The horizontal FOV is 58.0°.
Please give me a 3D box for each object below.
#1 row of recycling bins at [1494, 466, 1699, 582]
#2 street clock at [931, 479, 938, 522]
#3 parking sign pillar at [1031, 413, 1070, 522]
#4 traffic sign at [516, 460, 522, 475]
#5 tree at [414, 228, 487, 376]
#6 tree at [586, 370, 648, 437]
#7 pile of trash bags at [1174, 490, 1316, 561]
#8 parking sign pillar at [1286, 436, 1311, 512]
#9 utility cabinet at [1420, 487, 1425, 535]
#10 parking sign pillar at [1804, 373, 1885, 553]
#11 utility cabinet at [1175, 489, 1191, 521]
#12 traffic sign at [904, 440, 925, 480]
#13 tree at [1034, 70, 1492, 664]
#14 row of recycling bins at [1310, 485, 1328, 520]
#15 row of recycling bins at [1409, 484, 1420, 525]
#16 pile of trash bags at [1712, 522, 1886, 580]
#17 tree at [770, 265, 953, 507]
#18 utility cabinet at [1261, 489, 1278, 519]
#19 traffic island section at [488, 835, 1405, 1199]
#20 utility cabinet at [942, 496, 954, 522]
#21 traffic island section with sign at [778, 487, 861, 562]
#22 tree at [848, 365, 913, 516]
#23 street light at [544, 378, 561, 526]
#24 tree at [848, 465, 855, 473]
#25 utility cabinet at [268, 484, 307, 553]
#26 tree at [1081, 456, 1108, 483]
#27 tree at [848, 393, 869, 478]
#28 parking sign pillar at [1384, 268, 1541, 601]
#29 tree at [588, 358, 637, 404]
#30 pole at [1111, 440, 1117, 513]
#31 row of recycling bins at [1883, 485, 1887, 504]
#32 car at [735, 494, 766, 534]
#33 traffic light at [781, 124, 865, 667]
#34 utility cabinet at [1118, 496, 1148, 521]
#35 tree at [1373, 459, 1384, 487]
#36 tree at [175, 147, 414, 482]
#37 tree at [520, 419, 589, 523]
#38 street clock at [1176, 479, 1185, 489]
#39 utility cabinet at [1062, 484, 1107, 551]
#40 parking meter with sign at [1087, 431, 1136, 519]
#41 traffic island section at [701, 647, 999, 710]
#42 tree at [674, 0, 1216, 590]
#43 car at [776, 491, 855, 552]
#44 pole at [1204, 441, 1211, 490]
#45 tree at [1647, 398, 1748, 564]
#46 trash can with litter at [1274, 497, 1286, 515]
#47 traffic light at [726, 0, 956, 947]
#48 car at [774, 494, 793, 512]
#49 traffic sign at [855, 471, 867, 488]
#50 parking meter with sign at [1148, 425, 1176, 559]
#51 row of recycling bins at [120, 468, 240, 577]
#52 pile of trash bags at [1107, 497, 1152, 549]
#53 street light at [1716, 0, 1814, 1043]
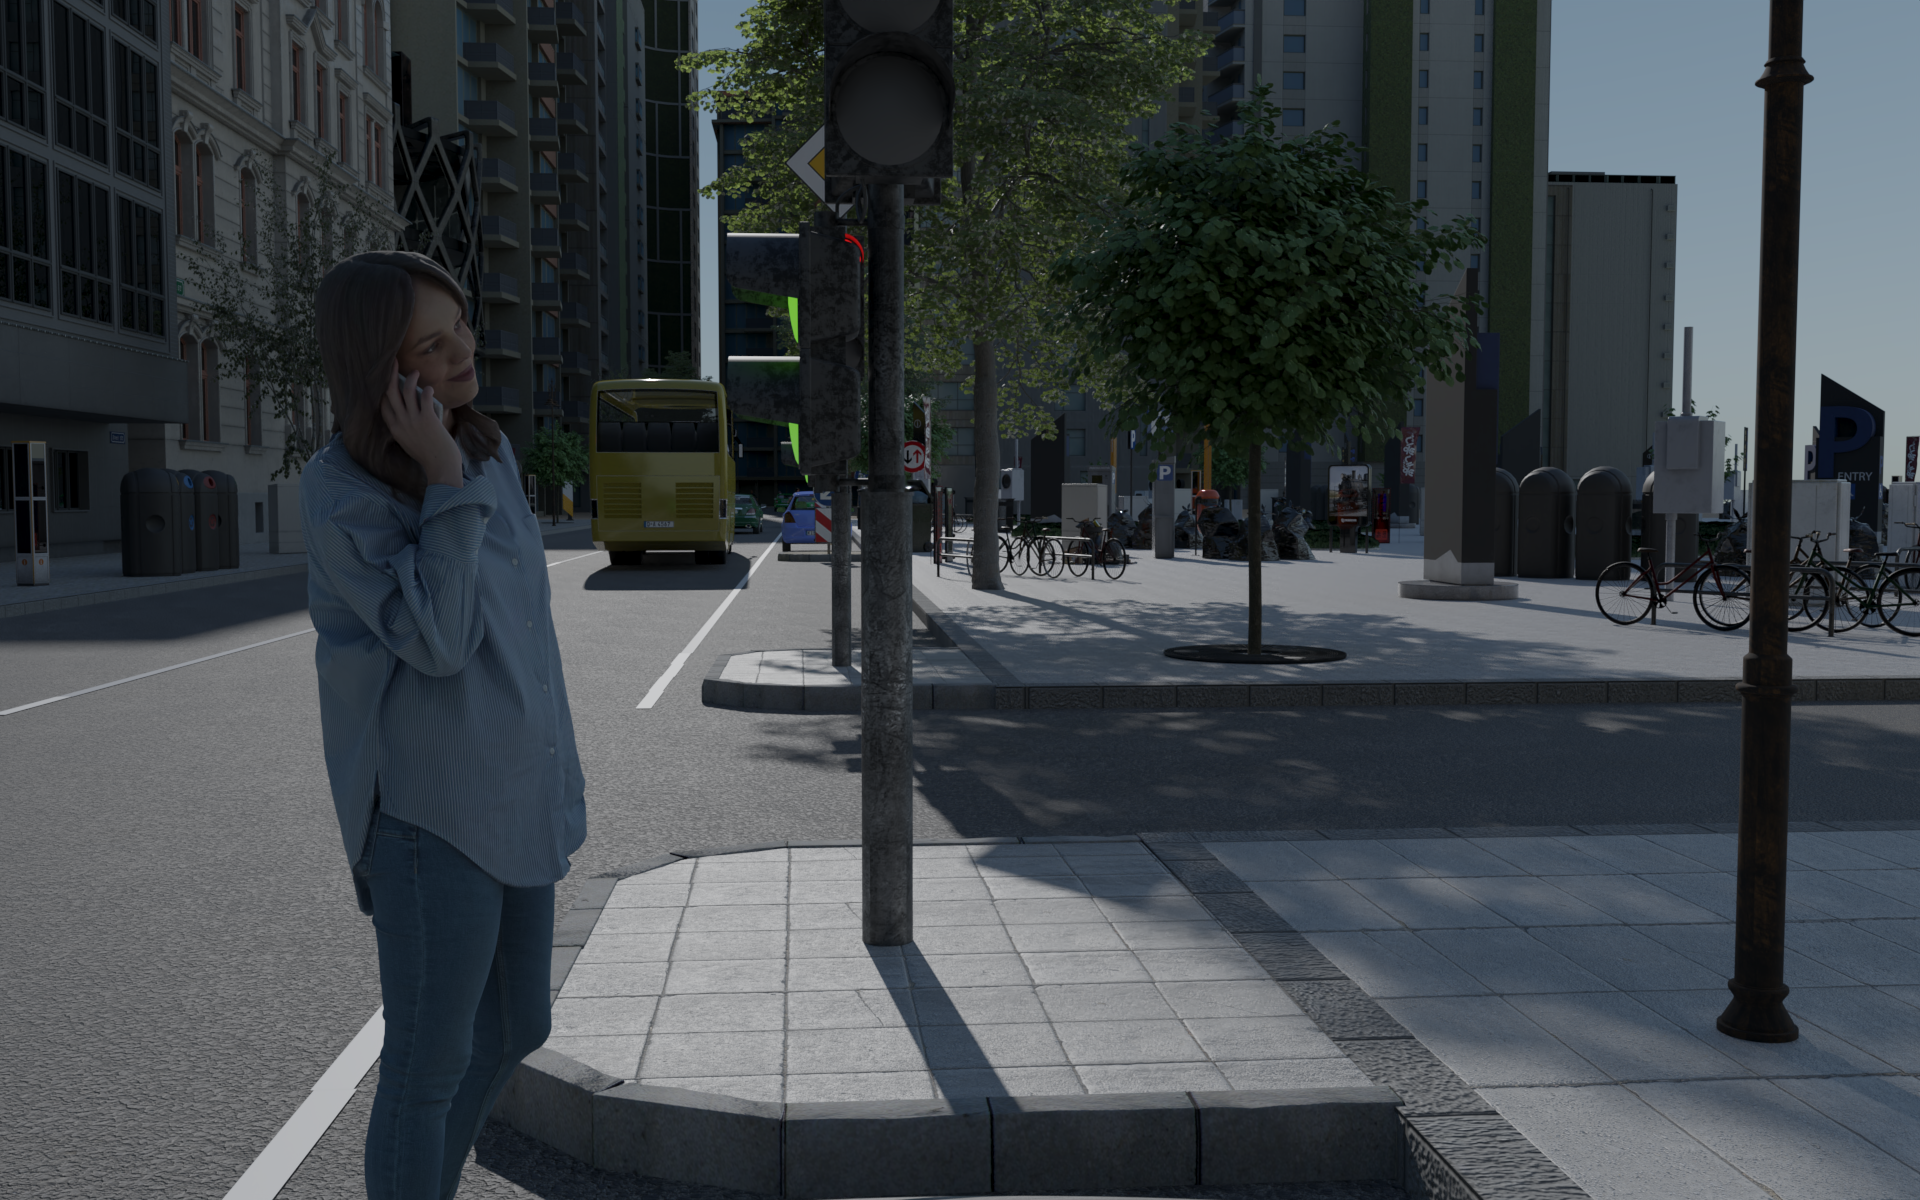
[{"bbox_3d":[9.389,-1.174,26.301,3.534,1.692,1.069,3,5,40],"label":"row of recycling bins"},{"bbox_3d":[-1.152,-4.087,71.390,0.358,2.002,0.471,-3,5,-42],"label":"street clock"},{"bbox_3d":[3.022,-4.245,57.882,1.447,3.967,1.447,2,4,32],"label":"parking sign pillar"},{"bbox_3d":[-16.136,-3.802,62.265,0.768,2.556,0.104,0,4,3],"label":"traffic sign"},{"bbox_3d":[-14.421,-5.773,44.756,4.360,8.622,3.978,0,3,0],"label":"tree"},{"bbox_3d":[-19.725,-9.271,101.945,4.737,8.622,4.395,0,3,0],"label":"tree"},{"bbox_3d":[5.624,-1.534,34.834,1.912,1.369,3.447,-1,4,-20],"label":"pile of trash bags"},{"bbox_3d":[12.400,-4.586,63.459,1.447,3.967,1.447,-1,4,-12],"label":"parking sign pillar"},{"bbox_3d":[14.444,-2.762,53.832,0.318,1.500,1.173,1,4,14],"label":"utility cabinet"},{"bbox_3d":[19.667,-3.048,38.300,1.447,3.967,1.447,3,5,39],"label":"parking sign pillar"},{"bbox_3d":[9.088,-3.845,71.551,1.173,1.500,0.318,-2,4,-33],"label":"utility cabinet"},{"bbox_3d":[-1.126,-2.517,41.264,0.768,2.556,0.104,0,4,3],"label":"traffic sign"},{"bbox_3d":[2.294,-1.833,13.688,4.285,4.588,4.351,0,3,0],"label":"tree"},{"bbox_3d":[16.280,-4.195,75.708,1.069,1.692,3.534,-1,4,-17],"label":"row of recycling bins"},{"bbox_3d":[19.166,-4.095,74.069,1.069,1.692,3.534,1,4,12],"label":"row of recycling bins"},{"bbox_3d":[13.598,-1.039,26.733,3.447,1.369,1.912,0,4,0],"label":"pile of trash bags"},{"bbox_3d":[-5.241,-11.278,91.047,9.857,13.997,8.962,0,3,0],"label":"tree"},{"bbox_3d":[14.121,-4.376,80.225,1.173,1.500,0.318,0,4,-5],"label":"utility cabinet"},{"bbox_3d":[-0.186,1.058,4.982,2.009,0.180,2.903,0,4,-5],"label":"traffic island section"},{"bbox_3d":[-0.653,-3.805,73.372,0.306,1.237,1.020,-2,4,-31],"label":"utility cabinet"},{"bbox_3d":[-2.957,-1.771,37.592,1.989,1.847,2.006,0,4,-5],"label":"traffic island section with sign"},{"bbox_3d":[-3.989,-8.001,81.178,4.737,8.622,4.395,0,3,0],"label":"tree"},{"bbox_3d":[-16.259,-5.896,69.182,0.468,5.910,1.993,0,4,-5],"label":"street light"},{"bbox_3d":[-8.220,-10.595,123.584,4.360,8.622,3.978,0,3,0],"label":"tree"},{"bbox_3d":[-14.386,-1.761,37.468,0.318,1.500,1.173,2,4,28],"label":"utility cabinet"},{"bbox_3d":[7.166,-5.754,88.676,1.663,3.219,1.824,0,3,0],"label":"tree"},{"bbox_3d":[-1.752,-3.956,48.389,4.285,4.588,4.351,0,3,0],"label":"tree"},{"bbox_3d":[6.180,-2.014,21.397,1.447,3.967,1.447,0,4,-5],"label":"parking sign pillar"},{"bbox_3d":[-18.238,-8.804,94.315,4.360,8.622,3.978,0,3,0],"label":"tree"},{"bbox_3d":[5.543,-4.205,62.593,0.158,3.312,0.155,0,3,0],"label":"pole"},{"bbox_3d":[39.600,-4.179,75.444,1.069,1.692,3.534,-3,5,-40],"label":"row of recycling bins"},{"bbox_3d":[-8.187,-3.160,63.459,2.131,1.459,4.920,0,4,-4],"label":"car"},{"bbox_3d":[-0.902,-1.462,12.821,0.839,4.253,0.868,0,4,-5],"label":"traffic light"},{"bbox_3d":[5.724,-2.819,57.250,1.020,1.237,0.306,-2,4,-31],"label":"utility cabinet"},{"bbox_3d":[20.690,-5.343,81.953,1.663,3.219,1.824,0,3,0],"label":"tree"},{"bbox_3d":[-13.774,-5.241,36.047,4.360,8.622,3.978,0,3,0],"label":"tree"},{"bbox_3d":[-17.691,-5.654,76.151,4.285,4.588,4.351,0,3,0],"label":"tree"},{"bbox_3d":[10.660,-4.842,83.732,0.358,2.002,0.471,-1,4,-23],"label":"street clock"},{"bbox_3d":[2.705,-1.767,37.571,0.318,1.500,1.173,-3,4,-37],"label":"utility cabinet"},{"bbox_3d":[3.792,-3.071,46.465,1.738,3.016,0.543,1,4,19],"label":"parking meter with sign"},{"bbox_3d":[-0.861,0.571,12.939,2.009,0.180,2.903,0,4,-5],"label":"traffic island section"},{"bbox_3d":[0.011,-6.402,22.801,7.486,12.596,7.792,0,3,0],"label":"tree"},{"bbox_3d":[-3.541,-2.018,42.587,1.945,1.707,3.694,0,4,-6],"label":"car"},{"bbox_3d":[6.259,-3.055,43.791,0.158,3.312,0.155,0,3,0],"label":"pole"},{"bbox_3d":[13.252,-2.274,31.786,1.663,3.219,1.824,0,3,0],"label":"tree"},{"bbox_3d":[12.947,-3.477,68.236,1.055,1.170,0.624,-2,4,-28],"label":"trash can with litter"},{"bbox_3d":[-0.227,-0.975,4.865,0.839,4.253,0.868,0,4,-5],"label":"traffic light"},{"bbox_3d":[-14.338,-8.173,142.426,1.959,1.807,4.718,0,4,-4],"label":"car"},{"bbox_3d":[-4.820,-5.225,85.532,0.768,2.556,0.104,0,4,0],"label":"traffic sign"},{"bbox_3d":[4.099,-2.373,35.065,0.543,3.016,1.738,0,4,3],"label":"parking meter with sign"},{"bbox_3d":[-12.814,-1.305,28.449,1.069,1.692,3.534,0,4,-4],"label":"row of recycling bins"},{"bbox_3d":[4.009,-1.881,40.512,3.447,1.369,1.912,-2,4,-34],"label":"pile of trash bags"},{"bbox_3d":[1.902,-1.906,3.953,0.468,5.910,1.993,0,4,-5],"label":"street light"}]
